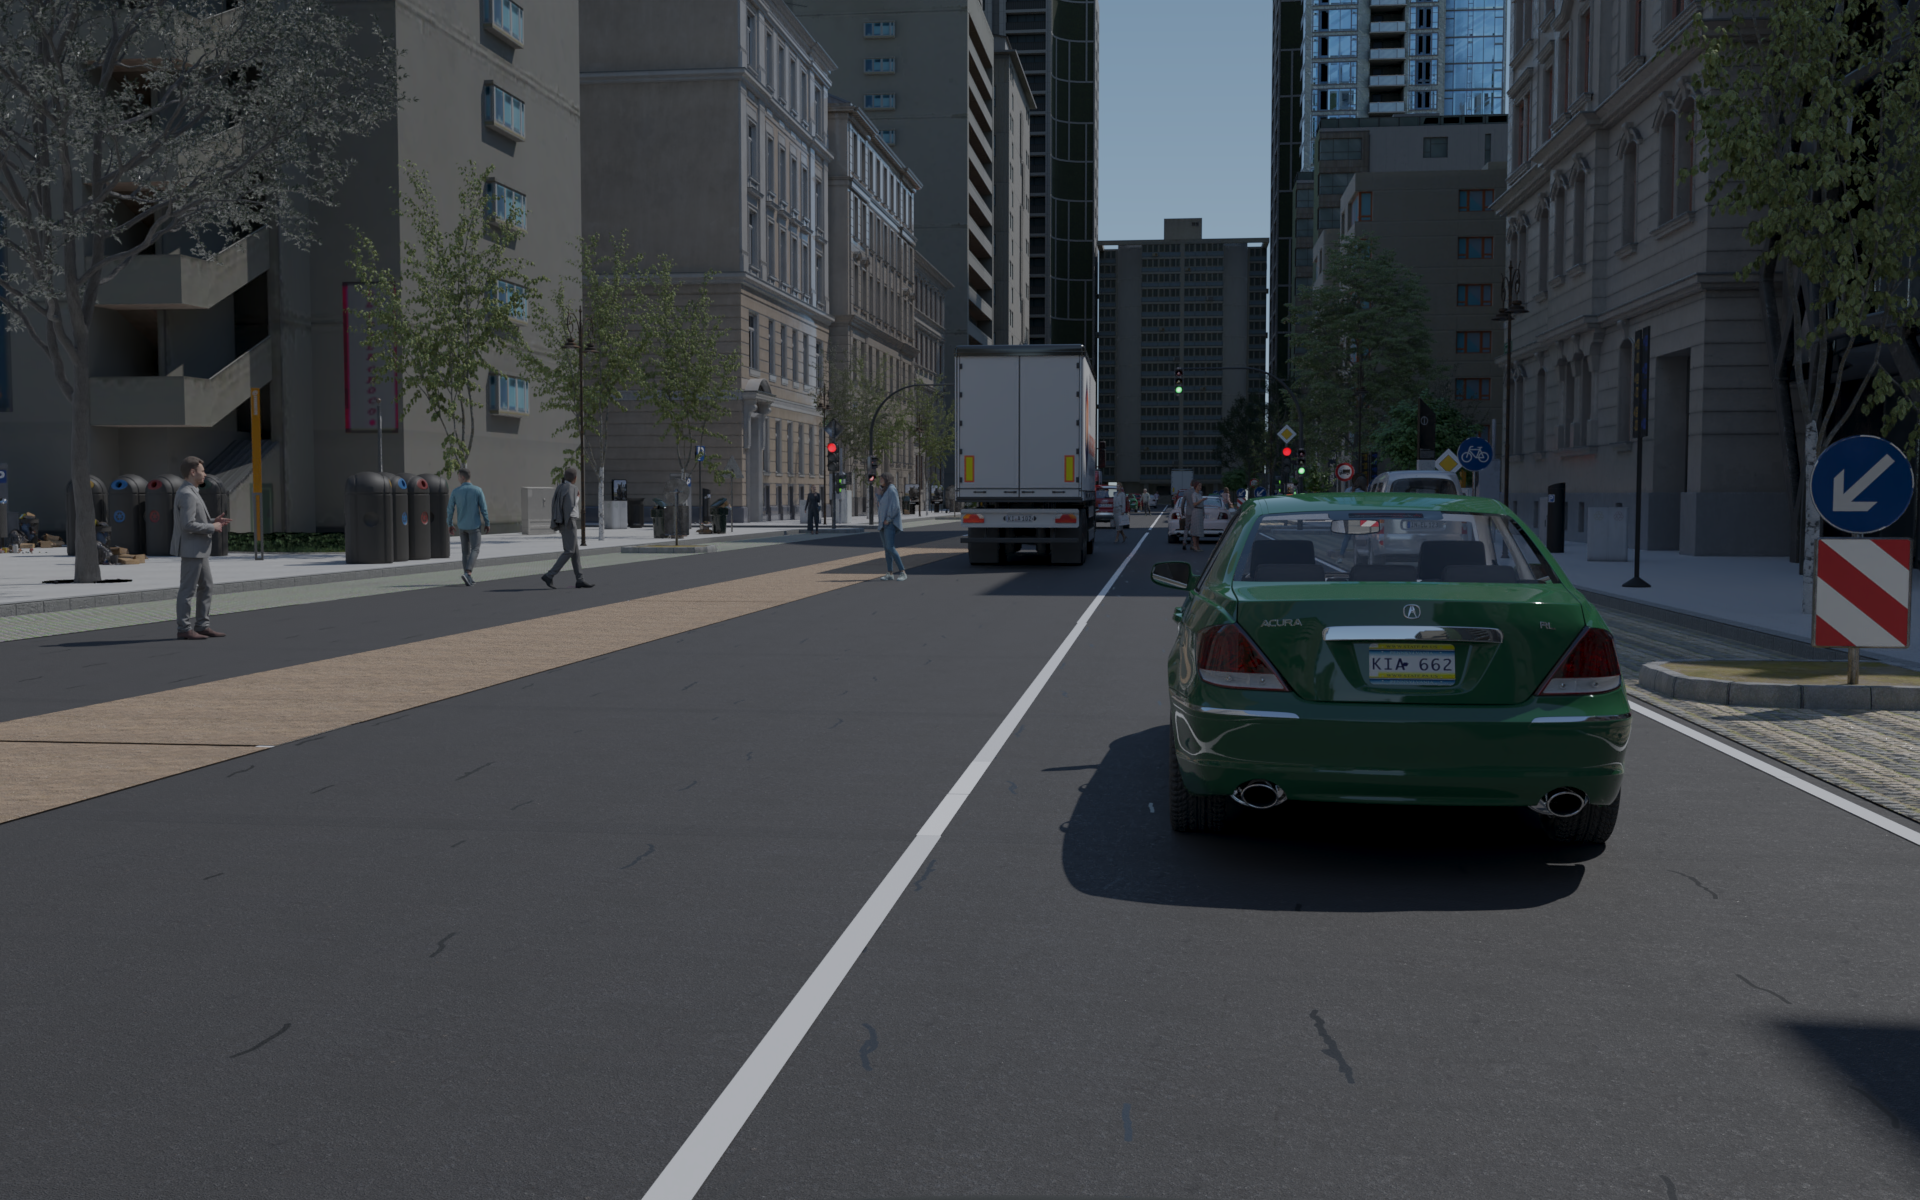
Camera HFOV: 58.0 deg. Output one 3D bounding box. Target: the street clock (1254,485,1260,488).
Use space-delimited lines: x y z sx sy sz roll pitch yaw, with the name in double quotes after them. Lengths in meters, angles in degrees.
24.270 -8.371 141.438 0.358 2.002 0.471 -3 4 -38 "street clock"

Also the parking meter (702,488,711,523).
-11.008 -4.089 75.259 0.372 1.533 0.369 0 3 0 "parking meter"

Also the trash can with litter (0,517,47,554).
-20.918 -1.653 38.086 1.678 1.210 2.233 -1 4 -21 "trash can with litter"

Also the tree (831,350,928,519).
-4.468 -8.443 88.403 4.737 8.622 4.395 0 3 0 "tree"

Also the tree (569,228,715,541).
-10.115 -5.950 47.647 4.737 8.622 4.395 0 3 0 "tree"

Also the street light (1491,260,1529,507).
10.900 -3.771 34.449 0.468 5.910 1.993 0 4 7 "street light"

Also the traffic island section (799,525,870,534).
-4.686 -2.555 64.056 2.009 0.180 2.903 0 4 7 "traffic island section"

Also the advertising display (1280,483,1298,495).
19.745 -6.010 103.477 0.974 1.923 0.123 0 4 -8 "advertising display"

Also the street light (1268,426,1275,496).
21.077 -8.845 117.408 0.468 5.910 1.993 0 4 7 "street light"

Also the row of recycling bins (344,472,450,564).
-10.826 -1.602 33.298 1.069 1.692 3.534 0 4 6 "row of recycling bins"

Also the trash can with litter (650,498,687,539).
-8.371 -2.355 49.892 1.055 1.170 0.624 1 4 18 "trash can with litter"

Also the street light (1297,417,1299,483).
17.865 -7.240 91.164 0.468 5.910 1.993 0 4 7 "street light"

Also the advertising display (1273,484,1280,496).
20.344 -6.404 109.924 0.974 1.923 0.123 -1 4 -17 "advertising display"

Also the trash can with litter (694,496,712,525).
-10.811 -3.814 73.421 1.678 1.210 2.233 0 4 -8 "trash can with litter"

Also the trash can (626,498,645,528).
-12.205 -3.275 65.192 0.748 1.137 0.748 0 3 0 "trash can"

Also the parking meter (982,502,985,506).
1.950 -7.982 136.211 0.399 1.863 0.255 -3 5 -41 "parking meter"

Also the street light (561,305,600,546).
-9.300 -4.269 42.593 0.468 5.910 1.993 0 4 7 "street light"

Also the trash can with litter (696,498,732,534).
-7.869 -2.686 55.297 1.055 1.170 0.624 -3 5 -41 "trash can with litter"

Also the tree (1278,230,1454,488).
17.519 -9.594 74.985 7.486 12.596 7.792 0 3 0 "tree"

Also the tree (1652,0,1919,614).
9.166 -4.142 18.088 4.737 8.622 4.395 0 3 0 "tree"

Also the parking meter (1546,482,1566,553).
13.003 -1.797 37.788 0.372 1.533 0.369 0 3 0 "parking meter"

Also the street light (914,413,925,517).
-2.291 -7.692 98.559 0.468 5.910 1.993 0 4 7 "street light"

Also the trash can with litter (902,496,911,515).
-3.268 -5.859 107.182 0.624 1.170 1.055 -1 4 -10 "trash can with litter"

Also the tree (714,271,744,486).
-8.453 -6.271 52.897 4.737 8.622 4.395 0 3 0 "tree"

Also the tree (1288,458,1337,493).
16.918 -5.400 82.888 1.663 3.219 1.824 0 3 0 "tree"

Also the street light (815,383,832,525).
-5.653 -6.088 72.334 0.468 5.910 1.993 0 4 7 "street light"

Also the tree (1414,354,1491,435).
25.363 -8.569 90.472 4.360 8.622 3.978 0 3 0 "tree"

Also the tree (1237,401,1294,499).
24.373 -11.372 136.286 4.737 8.622 4.395 0 3 0 "tree"

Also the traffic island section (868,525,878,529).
-3.699 -3.040 71.980 2.009 0.180 2.903 0 4 7 "traffic island section"

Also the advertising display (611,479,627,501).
-14.834 -4.294 75.416 0.123 1.923 0.974 2 4 25 "advertising display"

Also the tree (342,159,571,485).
-10.979 -5.319 37.333 4.737 8.622 4.395 0 3 0 "tree"

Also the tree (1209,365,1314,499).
22.632 -11.753 126.568 8.767 10.594 7.601 1 4 16 "tree"

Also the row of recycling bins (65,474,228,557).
-16.936 -1.772 36.085 3.534 1.692 1.069 1 4 8 "row of recycling bins"

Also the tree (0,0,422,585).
-12.746 -6.988 24.622 12.009 13.543 11.850 0 3 0 "tree"

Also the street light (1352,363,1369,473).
14.131 -5.410 61.236 0.468 5.910 1.993 0 4 7 "street light"

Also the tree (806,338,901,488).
-5.222 -8.037 81.767 4.360 8.622 3.978 0 3 0 "tree"

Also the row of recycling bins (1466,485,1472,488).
21.674 -4.212 75.977 3.534 1.692 1.069 -1 4 -20 "row of recycling bins"

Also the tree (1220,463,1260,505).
32.338 -13.487 204.227 4.285 4.588 4.351 0 3 0 "tree"

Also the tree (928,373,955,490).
-1.739 -9.369 103.551 4.737 8.622 4.395 0 3 0 "tree"

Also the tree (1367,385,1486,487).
13.965 -4.180 52.055 4.285 4.588 4.351 0 3 0 "tree"

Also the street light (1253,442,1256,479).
24.425 -10.456 143.743 0.468 5.910 1.993 0 4 7 "street light"

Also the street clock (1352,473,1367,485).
13.686 -3.355 59.424 0.358 2.002 0.471 -3 4 -39 "street clock"
